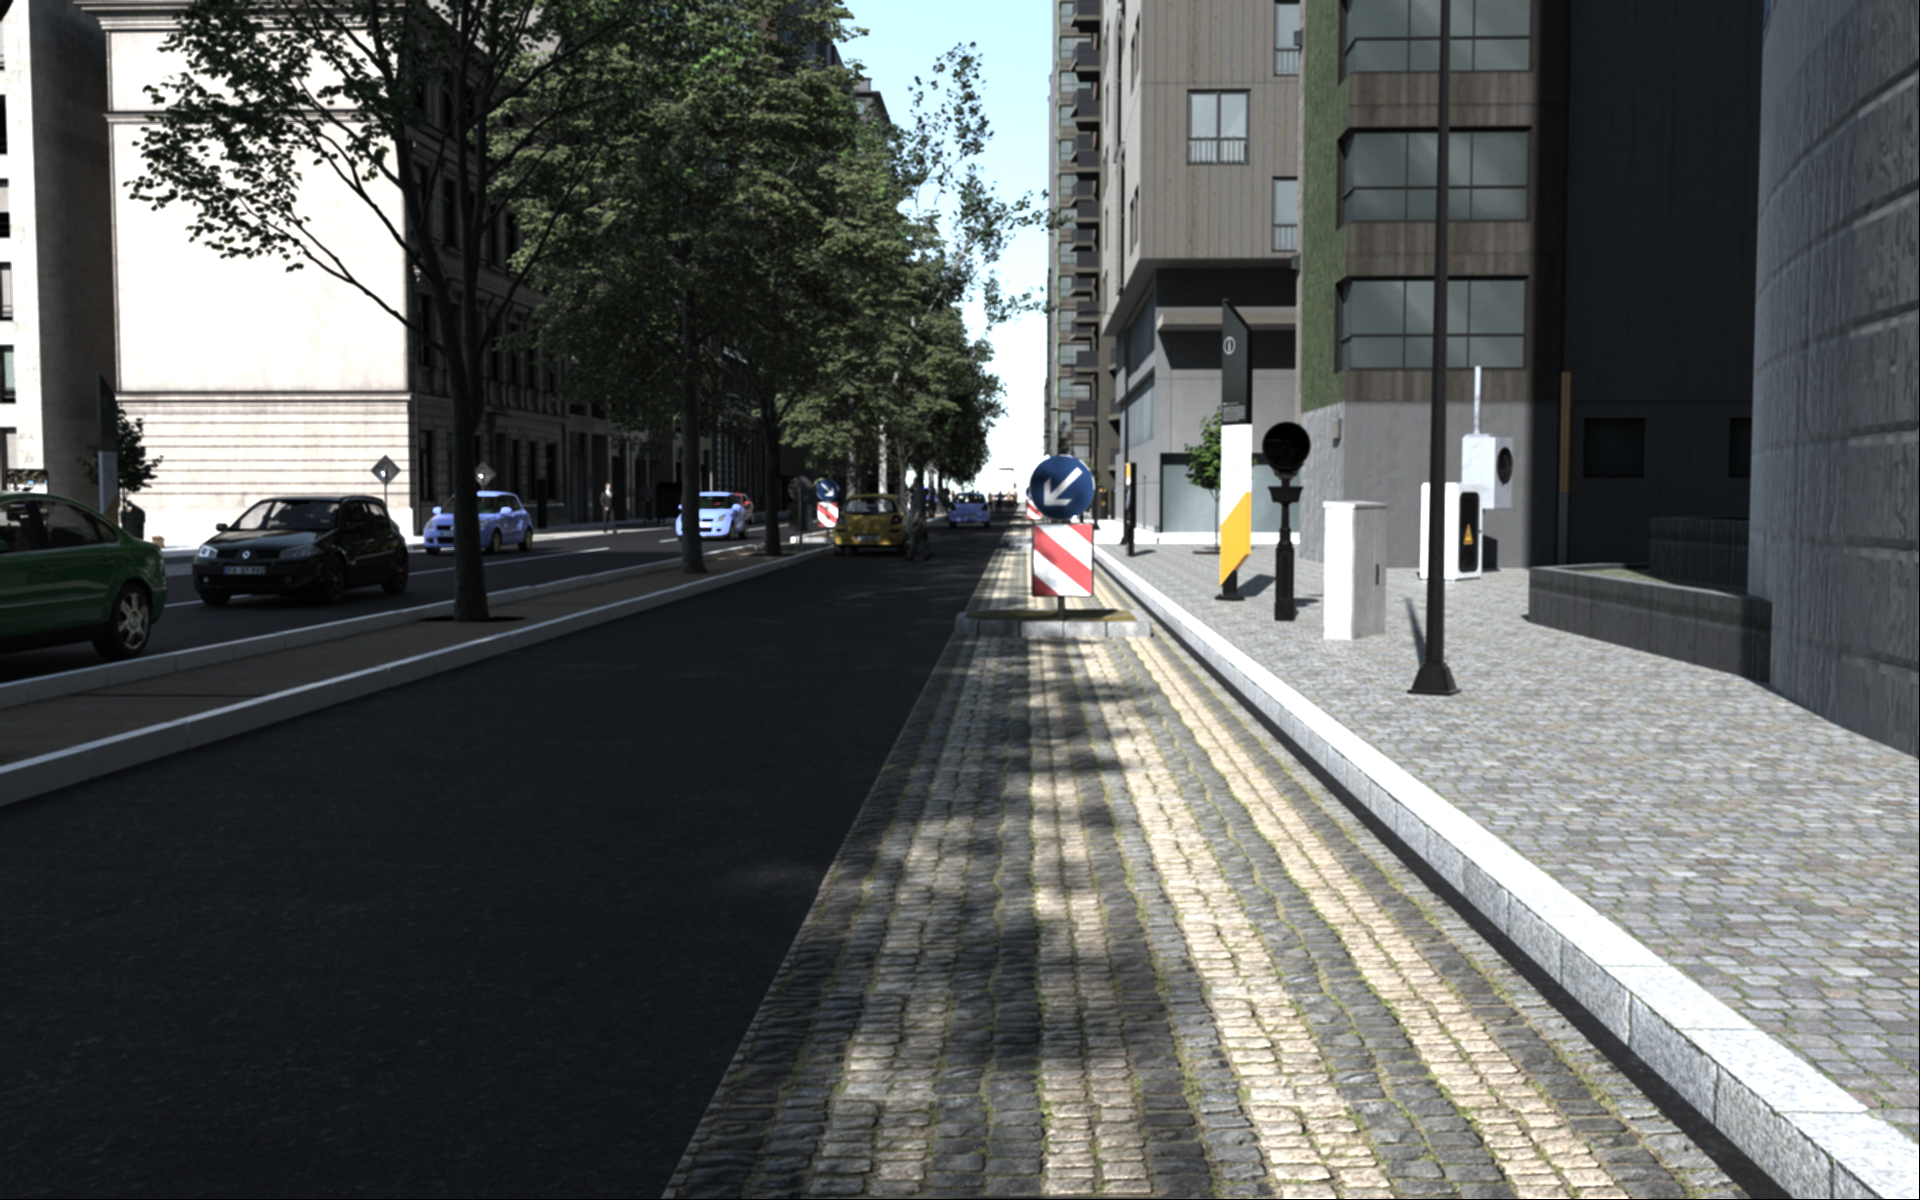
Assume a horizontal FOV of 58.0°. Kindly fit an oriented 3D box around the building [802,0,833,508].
[{"bbox_3d":[-23.496,-37.505,155.202,21.231,58.520,28.212,0,4,2],"label":"building"}]

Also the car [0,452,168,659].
[{"bbox_3d":[-8.120,-0.301,13.721,1.959,1.807,4.718,0,4,2],"label":"car"}]

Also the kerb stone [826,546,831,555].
[{"bbox_3d":[-3.226,-1.142,40.950,0.120,0.150,1.000,0,4,2],"label":"kerb stone"}]

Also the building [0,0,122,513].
[{"bbox_3d":[-36.020,-12.406,57.590,16.860,20.320,10.420,0,4,2],"label":"building"}]

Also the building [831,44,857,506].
[{"bbox_3d":[-22.423,-34.074,180.815,21.300,48.544,21.600,0,4,2],"label":"building"}]

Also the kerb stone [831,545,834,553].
[{"bbox_3d":[-3.184,-1.200,41.981,0.120,0.150,1.000,0,4,2],"label":"kerb stone"}]

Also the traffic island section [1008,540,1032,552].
[{"bbox_3d":[2.231,-1.319,43.852,2.009,0.180,2.903,0,4,2],"label":"traffic island section"}]

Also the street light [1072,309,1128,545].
[{"bbox_3d":[3.656,-4.350,43.669,1.470,5.913,1.316,0,4,2],"label":"street light"}]

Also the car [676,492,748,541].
[{"bbox_3d":[-7.720,-2.717,54.011,1.945,1.707,3.694,0,4,3],"label":"car"}]

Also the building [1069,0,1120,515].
[{"bbox_3d":[18.284,-27.935,111.369,22.147,44.769,28.867,0,4,2],"label":"building"}]

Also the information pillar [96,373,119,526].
[{"bbox_3d":[-16.617,-2.594,33.763,0.183,3.616,0.504,0,4,8],"label":"information pillar"}]

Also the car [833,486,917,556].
[{"bbox_3d":[-1.987,-1.923,41.669,2.015,1.641,3.980,0,4,4],"label":"car"}]

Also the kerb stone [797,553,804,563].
[{"bbox_3d":[-3.414,-0.834,35.839,0.120,0.150,1.000,0,4,2],"label":"kerb stone"}]

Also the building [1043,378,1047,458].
[{"bbox_3d":[27.020,-26.086,271.549,27.650,21.520,28.899,0,4,2],"label":"building"}]

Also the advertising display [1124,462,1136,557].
[{"bbox_3d":[3.518,-1.870,35.786,0.123,1.923,0.974,0,4,-2],"label":"advertising display"}]

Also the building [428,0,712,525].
[{"bbox_3d":[-25.476,-17.415,89.248,19.350,26.468,34.151,0,4,2],"label":"building"}]

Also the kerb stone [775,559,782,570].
[{"bbox_3d":[-3.540,-0.642,32.770,0.120,0.150,1.000,0,4,2],"label":"kerb stone"}]

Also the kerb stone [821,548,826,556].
[{"bbox_3d":[-3.265,-1.085,39.928,0.120,0.150,1.000,0,4,2],"label":"kerb stone"}]

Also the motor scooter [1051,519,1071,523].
[{"bbox_3d":[2.035,-1.350,34.855,0.815,1.314,1.986,0,4,3],"label":"motor scooter"}]

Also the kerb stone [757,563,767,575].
[{"bbox_3d":[-3.602,-0.522,30.726,0.120,0.150,1.000,0,4,2],"label":"kerb stone"}]

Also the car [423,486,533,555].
[{"bbox_3d":[-11.708,-1.990,42.121,1.945,1.707,3.694,0,4,4],"label":"car"}]

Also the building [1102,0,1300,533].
[{"bbox_3d":[19.064,-29.165,66.085,27.495,52.752,28.713,0,4,2],"label":"building"}]

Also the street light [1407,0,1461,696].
[{"bbox_3d":[2.521,-2.354,11.033,1.470,5.913,1.316,0,4,2],"label":"street light"}]

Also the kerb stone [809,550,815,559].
[{"bbox_3d":[-3.345,-0.956,37.883,0.120,0.150,1.000,0,4,2],"label":"kerb stone"}]

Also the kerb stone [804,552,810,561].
[{"bbox_3d":[-3.379,-0.897,36.861,0.120,0.150,1.000,0,4,2],"label":"kerb stone"}]

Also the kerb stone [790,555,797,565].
[{"bbox_3d":[-3.459,-0.768,34.818,0.120,0.150,1.000,0,4,2],"label":"kerb stone"}]

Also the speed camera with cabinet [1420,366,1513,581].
[{"bbox_3d":[7.709,-1.952,26.258,0.660,3.252,2.038,3,5,41],"label":"speed camera with cabinet"}]

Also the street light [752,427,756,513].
[{"bbox_3d":[-13.457,-8.828,116.884,1.470,5.913,1.316,0,4,2],"label":"street light"}]

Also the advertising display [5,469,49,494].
[{"bbox_3d":[-23.979,-2.405,44.543,0.974,1.923,0.123,-2,4,-29],"label":"advertising display"}]

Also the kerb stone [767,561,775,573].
[{"bbox_3d":[-3.570,-0.584,31.747,0.120,0.150,1.000,0,4,2],"label":"kerb stone"}]

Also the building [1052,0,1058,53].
[{"bbox_3d":[20.396,-39.475,187.408,21.231,58.520,28.212,0,4,2],"label":"building"}]

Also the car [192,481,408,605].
[{"bbox_3d":[-8.920,-0.848,23.656,2.009,1.686,4.222,0,4,0],"label":"car"}]

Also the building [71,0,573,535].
[{"bbox_3d":[-21.319,-12.092,62.331,10.561,19.102,19.286,0,4,2],"label":"building"}]

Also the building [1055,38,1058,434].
[{"bbox_3d":[19.983,-32.954,158.413,23.786,49.044,30.456,0,4,2],"label":"building"}]

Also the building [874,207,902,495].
[{"bbox_3d":[-19.882,-36.625,253.448,22.147,44.769,28.867,0,4,2],"label":"building"}]

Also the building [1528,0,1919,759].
[{"bbox_3d":[14.899,-28.269,4.205,21.231,58.520,28.212,0,4,2],"label":"building"}]

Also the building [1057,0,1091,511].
[{"bbox_3d":[14.656,-27.686,136.266,14.154,41.232,14.086,0,4,2],"label":"building"}]

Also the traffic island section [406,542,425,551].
[{"bbox_3d":[-14.748,-1.358,44.492,2.009,0.180,2.903,0,4,2],"label":"traffic island section"}]

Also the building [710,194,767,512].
[{"bbox_3d":[-19.547,-17.652,117.488,11.050,23.489,19.941,0,4,2],"label":"building"}]

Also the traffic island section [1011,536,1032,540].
[{"bbox_3d":[2.531,-1.807,51.831,2.009,0.180,2.903,0,4,2],"label":"traffic island section"}]

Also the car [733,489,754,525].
[{"bbox_3d":[-10.602,-4.306,79.450,2.155,1.783,4.494,0,4,3],"label":"car"}]

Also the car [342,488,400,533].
[{"bbox_3d":[-12.050,-1.418,32.979,2.009,1.686,4.222,0,4,1],"label":"car"}]

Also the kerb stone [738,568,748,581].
[{"bbox_3d":[-3.686,-0.397,28.682,0.120,0.150,1.000,0,4,2],"label":"kerb stone"}]

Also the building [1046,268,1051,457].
[{"bbox_3d":[18.095,-27.522,221.687,14.160,30.474,14.107,0,4,2],"label":"building"}]

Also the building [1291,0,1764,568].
[{"bbox_3d":[13.913,-16.149,35.737,14.160,30.474,14.107,0,4,2],"label":"building"}]

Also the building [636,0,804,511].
[{"bbox_3d":[-19.945,-29.613,134.291,14.600,45.320,14.200,0,4,2],"label":"building"}]

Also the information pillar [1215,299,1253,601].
[{"bbox_3d":[3.302,-1.798,20.757,0.183,3.616,0.504,-2,4,-30],"label":"information pillar"}]

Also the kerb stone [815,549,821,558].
[{"bbox_3d":[-3.302,-1.022,38.906,0.120,0.150,1.000,0,4,2],"label":"kerb stone"}]

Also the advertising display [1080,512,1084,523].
[{"bbox_3d":[4.441,-3.547,63.215,0.123,1.923,0.974,0,3,0],"label":"advertising display"}]

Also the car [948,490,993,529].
[{"bbox_3d":[0.431,-3.900,73.362,1.945,1.707,3.694,0,4,2],"label":"car"}]

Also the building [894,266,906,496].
[{"bbox_3d":[-16.105,-36.213,275.684,14.154,41.232,14.086,0,4,2],"label":"building"}]

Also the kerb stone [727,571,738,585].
[{"bbox_3d":[-3.728,-0.330,27.661,0.120,0.150,1.000,0,4,2],"label":"kerb stone"}]

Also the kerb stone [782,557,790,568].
[{"bbox_3d":[-3.488,-0.705,33.796,0.120,0.150,1.000,0,4,2],"label":"kerb stone"}]

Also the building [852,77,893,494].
[{"bbox_3d":[-23.494,-38.850,224.439,28.713,52.752,27.495,0,4,2],"label":"building"}]

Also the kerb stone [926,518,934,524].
[{"bbox_3d":[-1.512,-3.937,86.573,0.120,0.150,1.000,0,4,2],"label":"kerb stone"}]

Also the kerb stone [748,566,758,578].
[{"bbox_3d":[-3.645,-0.457,29.704,0.120,0.150,1.000,0,4,2],"label":"kerb stone"}]
